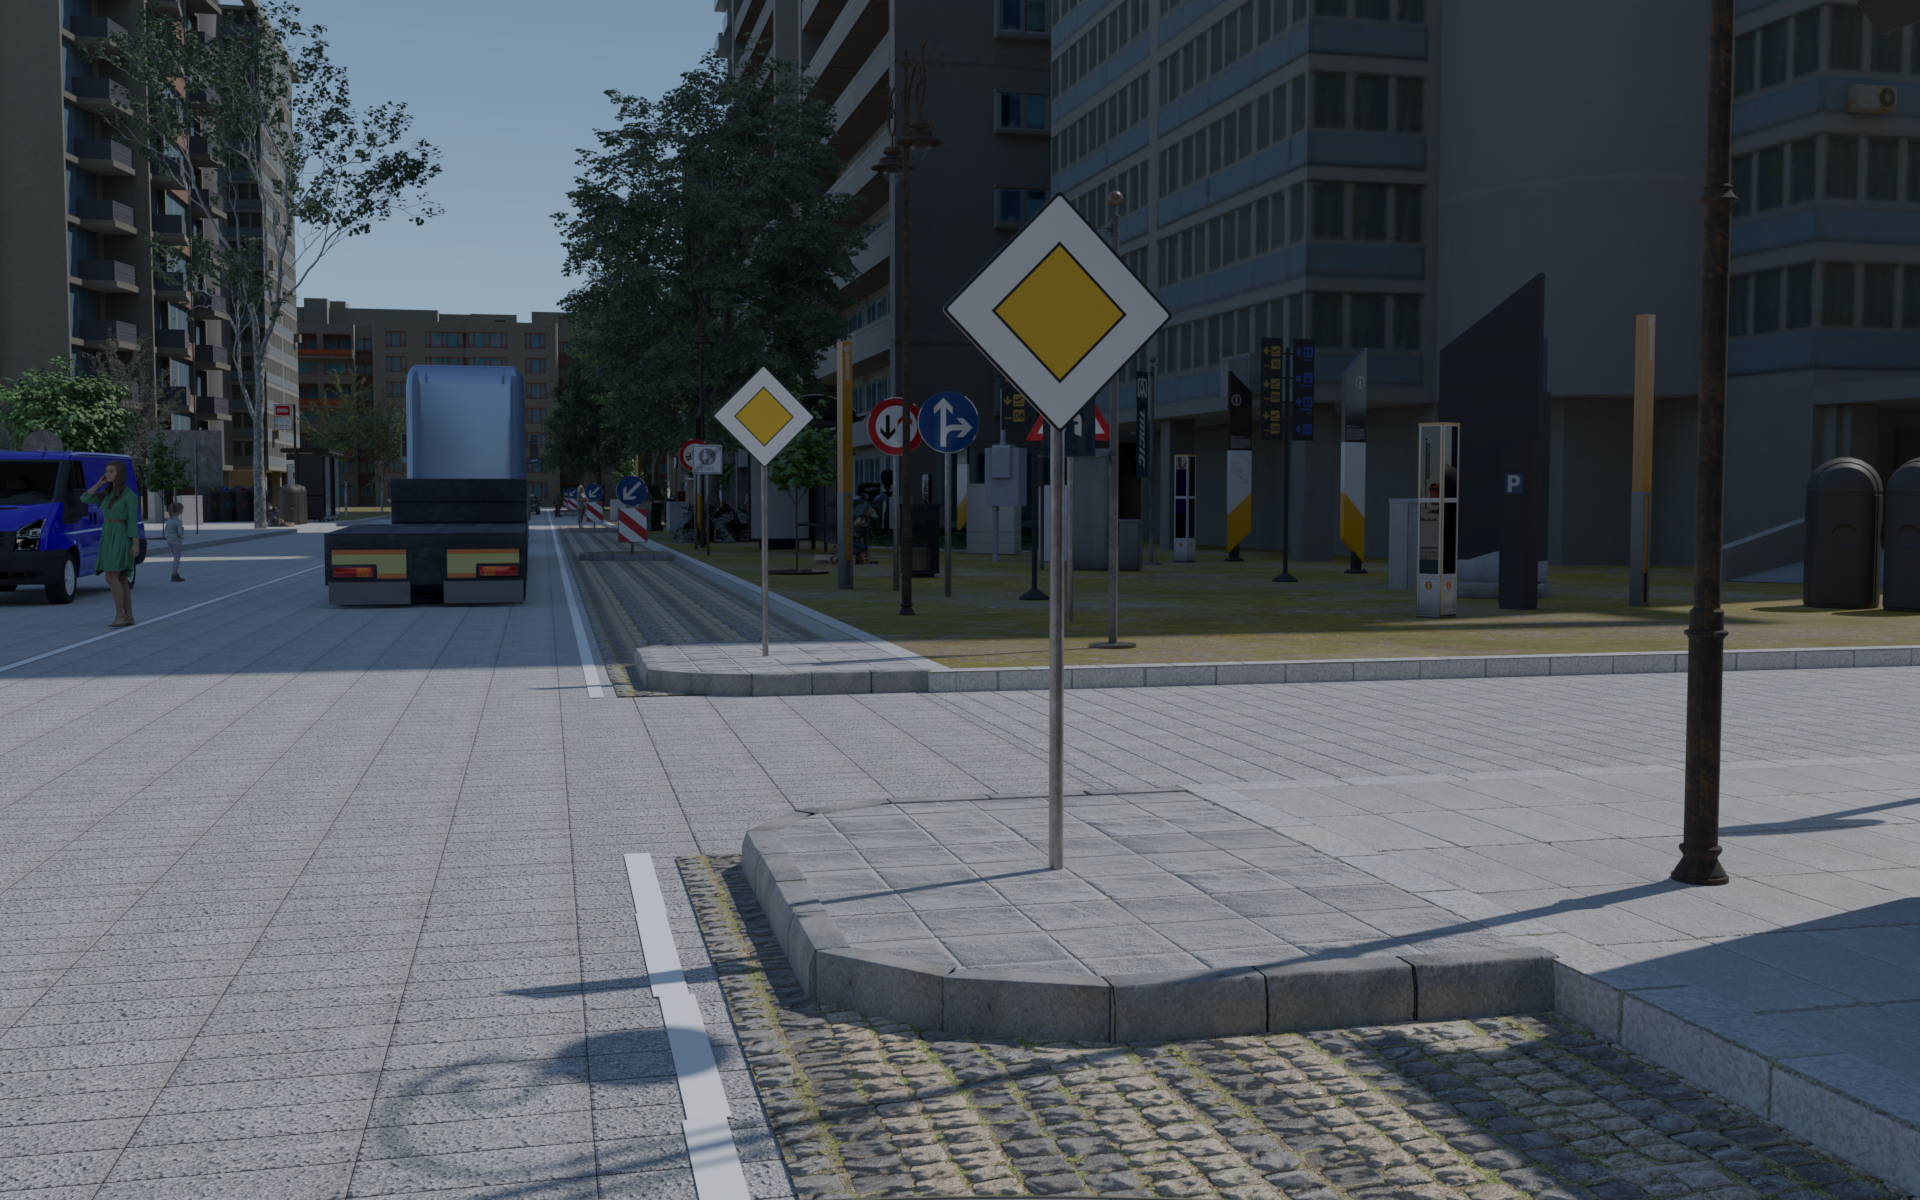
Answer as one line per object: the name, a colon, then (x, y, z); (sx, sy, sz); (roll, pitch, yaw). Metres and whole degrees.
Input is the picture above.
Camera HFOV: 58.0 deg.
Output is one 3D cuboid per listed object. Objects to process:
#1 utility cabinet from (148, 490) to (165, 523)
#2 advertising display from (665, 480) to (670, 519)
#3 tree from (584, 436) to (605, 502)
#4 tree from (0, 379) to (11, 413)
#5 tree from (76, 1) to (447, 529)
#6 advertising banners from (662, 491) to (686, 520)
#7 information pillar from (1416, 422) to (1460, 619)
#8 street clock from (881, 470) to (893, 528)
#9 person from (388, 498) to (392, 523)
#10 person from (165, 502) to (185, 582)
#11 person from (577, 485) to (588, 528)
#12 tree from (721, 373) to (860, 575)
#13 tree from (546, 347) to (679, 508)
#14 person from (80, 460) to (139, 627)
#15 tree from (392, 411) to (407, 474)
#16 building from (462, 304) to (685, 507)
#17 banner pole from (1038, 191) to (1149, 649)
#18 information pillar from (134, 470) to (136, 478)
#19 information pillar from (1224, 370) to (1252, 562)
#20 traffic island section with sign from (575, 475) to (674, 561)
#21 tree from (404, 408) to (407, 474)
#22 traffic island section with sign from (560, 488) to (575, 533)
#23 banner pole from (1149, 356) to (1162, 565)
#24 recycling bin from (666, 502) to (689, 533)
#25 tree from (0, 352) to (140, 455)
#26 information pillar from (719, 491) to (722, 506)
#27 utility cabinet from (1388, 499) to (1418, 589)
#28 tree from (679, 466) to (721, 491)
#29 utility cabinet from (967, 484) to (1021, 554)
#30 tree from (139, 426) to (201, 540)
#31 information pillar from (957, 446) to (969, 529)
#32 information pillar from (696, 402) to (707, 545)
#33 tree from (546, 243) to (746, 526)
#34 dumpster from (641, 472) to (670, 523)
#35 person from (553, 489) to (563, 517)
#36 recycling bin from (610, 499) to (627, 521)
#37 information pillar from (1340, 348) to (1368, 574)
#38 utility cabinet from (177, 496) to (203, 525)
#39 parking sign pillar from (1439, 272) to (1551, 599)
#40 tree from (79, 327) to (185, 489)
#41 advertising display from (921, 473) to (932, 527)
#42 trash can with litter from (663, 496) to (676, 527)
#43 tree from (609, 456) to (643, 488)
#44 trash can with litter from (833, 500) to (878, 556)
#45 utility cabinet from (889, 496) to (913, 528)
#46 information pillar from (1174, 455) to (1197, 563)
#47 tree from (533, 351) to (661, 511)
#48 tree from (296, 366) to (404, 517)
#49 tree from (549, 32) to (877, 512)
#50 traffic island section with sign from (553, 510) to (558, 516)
utility cabinet: (-35.112, -4.094, 75.616); (0.318, 1.500, 1.173); (0, 4, -6)
advertising display: (-13.399, -4.536, 79.381); (0.123, 1.923, 0.974); (0, 4, -1)
tree: (-31.939, -12.229, 150.301); (4.360, 8.622, 3.978); (0, 3, 0)
tree: (-44.677, -7.740, 76.909); (4.360, 8.622, 3.978); (0, 3, 0)
tree: (-25.124, -12.787, 64.957); (12.611, 20.169, 13.585); (0, 3, 0)
advertising banners: (-13.659, -5.440, 85.137); (2.074, 3.025, 0.090); (-1, 4, -10)
information pillar: (4.952, -0.823, 17.951); (0.304, 2.012, 0.304); (-3, 5, -40)
street clock: (-2.146, -2.858, 51.294); (0.358, 2.002, 0.471); (2, 4, 23)
person: (-25.190, -4.185, 77.119); (0.583, 1.804, 0.606); (1, 4, 14)
person: (-12.816, -0.951, 28.329); (0.425, 1.301, 0.394); (1, 4, 19)
person: (-15.497, -3.825, 71.229); (0.526, 1.800, 0.537); (3, 5, 45)
tree: (-2.628, -2.022, 27.665); (1.663, 3.219, 1.824); (0, 3, 0)
tree: (-19.726, -10.233, 101.723); (7.601, 10.594, 8.767); (2, 4, 29)
person: (-9.014, -0.601, 18.572); (0.600, 1.795, 0.529); (1, 4, 10)
tree: (-46.382, -12.052, 147.406); (4.360, 8.622, 3.978); (0, 3, 0)
building: (-38.528, -21.101, 190.044); (28.899, 21.520, 27.650); (-1, 4, -13)
banner pole: (1.059, -1.488, 14.351); (0.863, 3.779, 0.401); (-1, 4, -16)
information pillar: (-24.841, -2.895, 51.826); (0.304, 2.012, 0.304); (-1, 4, -10)
information pillar: (5.297, -2.542, 32.917); (0.504, 3.616, 0.183); (-1, 4, -18)
traffic island section with sign: (-7.269, -1.774, 37.637); (1.989, 1.847, 2.006); (-1, 4, -13)
tree: (-38.903, -10.178, 116.780); (4.737, 8.622, 4.395); (0, 3, 0)
traffic island section with sign: (-13.773, -3.423, 64.599); (1.989, 1.847, 2.006); (-1, 4, -13)
banner pole: (3.357, -2.523, 31.261); (0.401, 3.779, 0.863); (2, 4, 33)
recycling bin: (-9.383, -2.759, 57.671); (0.722, 1.027, 0.722); (-1, 4, -14)
tree: (-20.737, -3.443, 40.001); (4.285, 4.588, 4.351); (0, 3, 0)
information pillar: (-12.260, -5.881, 87.506); (0.504, 3.616, 0.183); (2, 4, 27)
utility cabinet: (6.218, -0.772, 23.782); (0.306, 1.237, 1.020); (3, 4, 36)
tree: (-7.978, -3.766, 56.176); (1.663, 3.219, 1.824); (0, 3, 0)
utility cabinet: (0.723, -1.715, 36.720); (1.173, 1.500, 0.318); (2, 4, 31)
tree: (-22.558, -3.315, 48.805); (1.663, 3.219, 1.824); (0, 3, 0)
information pillar: (0.083, -3.478, 48.223); (0.183, 3.616, 0.504); (-2, 4, -35)
information pillar: (-6.567, -3.211, 43.859); (0.183, 3.616, 0.504); (1, 4, 9)
tree: (-12.286, -8.841, 70.305); (9.928, 11.665, 9.643); (0, 3, 0)
dumpster: (-13.567, -4.509, 76.210); (1.502, 2.255, 1.985); (-1, 4, -14)
person: (-25.100, -6.066, 108.237); (0.434, 1.755, 0.990); (-3, 5, -41)
recycling bin: (-16.080, -4.223, 81.599); (0.722, 1.027, 0.722); (0, 4, -7)
information pillar: (6.329, -2.231, 27.826); (0.504, 3.616, 0.183); (-2, 4, -33)
utility cabinet: (-31.782, -3.689, 71.473); (0.306, 1.237, 1.020); (2, 4, 28)
parking sign pillar: (6.693, -2.034, 21.725); (1.447, 3.967, 1.447); (3, 5, 41)
tree: (-37.196, -7.783, 77.607); (4.360, 8.622, 3.978); (0, 3, 0)
advertising display: (-1.018, -2.925, 53.044); (0.123, 1.923, 0.974); (-1, 4, -14)
trash can with litter: (-11.688, -3.459, 67.616); (1.678, 1.210, 2.233); (3, 5, 45)
tree: (-15.176, -5.157, 78.924); (1.663, 3.219, 1.824); (0, 3, 0)
trash can with litter: (-2.077, -1.376, 33.887); (0.624, 1.170, 1.055); (1, 4, 20)
utility cabinet: (-1.696, -2.369, 49.889); (0.306, 1.237, 1.020); (2, 4, 23)
information pillar: (4.215, -1.710, 32.444); (0.304, 2.012, 0.304); (3, 4, 38)
tree: (-27.610, -13.137, 131.793); (9.611, 12.733, 9.660); (0, 3, 0)
tree: (-35.351, -9.084, 98.890); (4.737, 8.622, 4.395); (0, 3, 0)
tree: (-7.199, -8.722, 49.262); (9.857, 13.997, 8.962); (0, 3, 0)
traffic island section with sign: (-25.321, -6.363, 112.659); (1.989, 1.847, 2.006); (-1, 4, -13)
